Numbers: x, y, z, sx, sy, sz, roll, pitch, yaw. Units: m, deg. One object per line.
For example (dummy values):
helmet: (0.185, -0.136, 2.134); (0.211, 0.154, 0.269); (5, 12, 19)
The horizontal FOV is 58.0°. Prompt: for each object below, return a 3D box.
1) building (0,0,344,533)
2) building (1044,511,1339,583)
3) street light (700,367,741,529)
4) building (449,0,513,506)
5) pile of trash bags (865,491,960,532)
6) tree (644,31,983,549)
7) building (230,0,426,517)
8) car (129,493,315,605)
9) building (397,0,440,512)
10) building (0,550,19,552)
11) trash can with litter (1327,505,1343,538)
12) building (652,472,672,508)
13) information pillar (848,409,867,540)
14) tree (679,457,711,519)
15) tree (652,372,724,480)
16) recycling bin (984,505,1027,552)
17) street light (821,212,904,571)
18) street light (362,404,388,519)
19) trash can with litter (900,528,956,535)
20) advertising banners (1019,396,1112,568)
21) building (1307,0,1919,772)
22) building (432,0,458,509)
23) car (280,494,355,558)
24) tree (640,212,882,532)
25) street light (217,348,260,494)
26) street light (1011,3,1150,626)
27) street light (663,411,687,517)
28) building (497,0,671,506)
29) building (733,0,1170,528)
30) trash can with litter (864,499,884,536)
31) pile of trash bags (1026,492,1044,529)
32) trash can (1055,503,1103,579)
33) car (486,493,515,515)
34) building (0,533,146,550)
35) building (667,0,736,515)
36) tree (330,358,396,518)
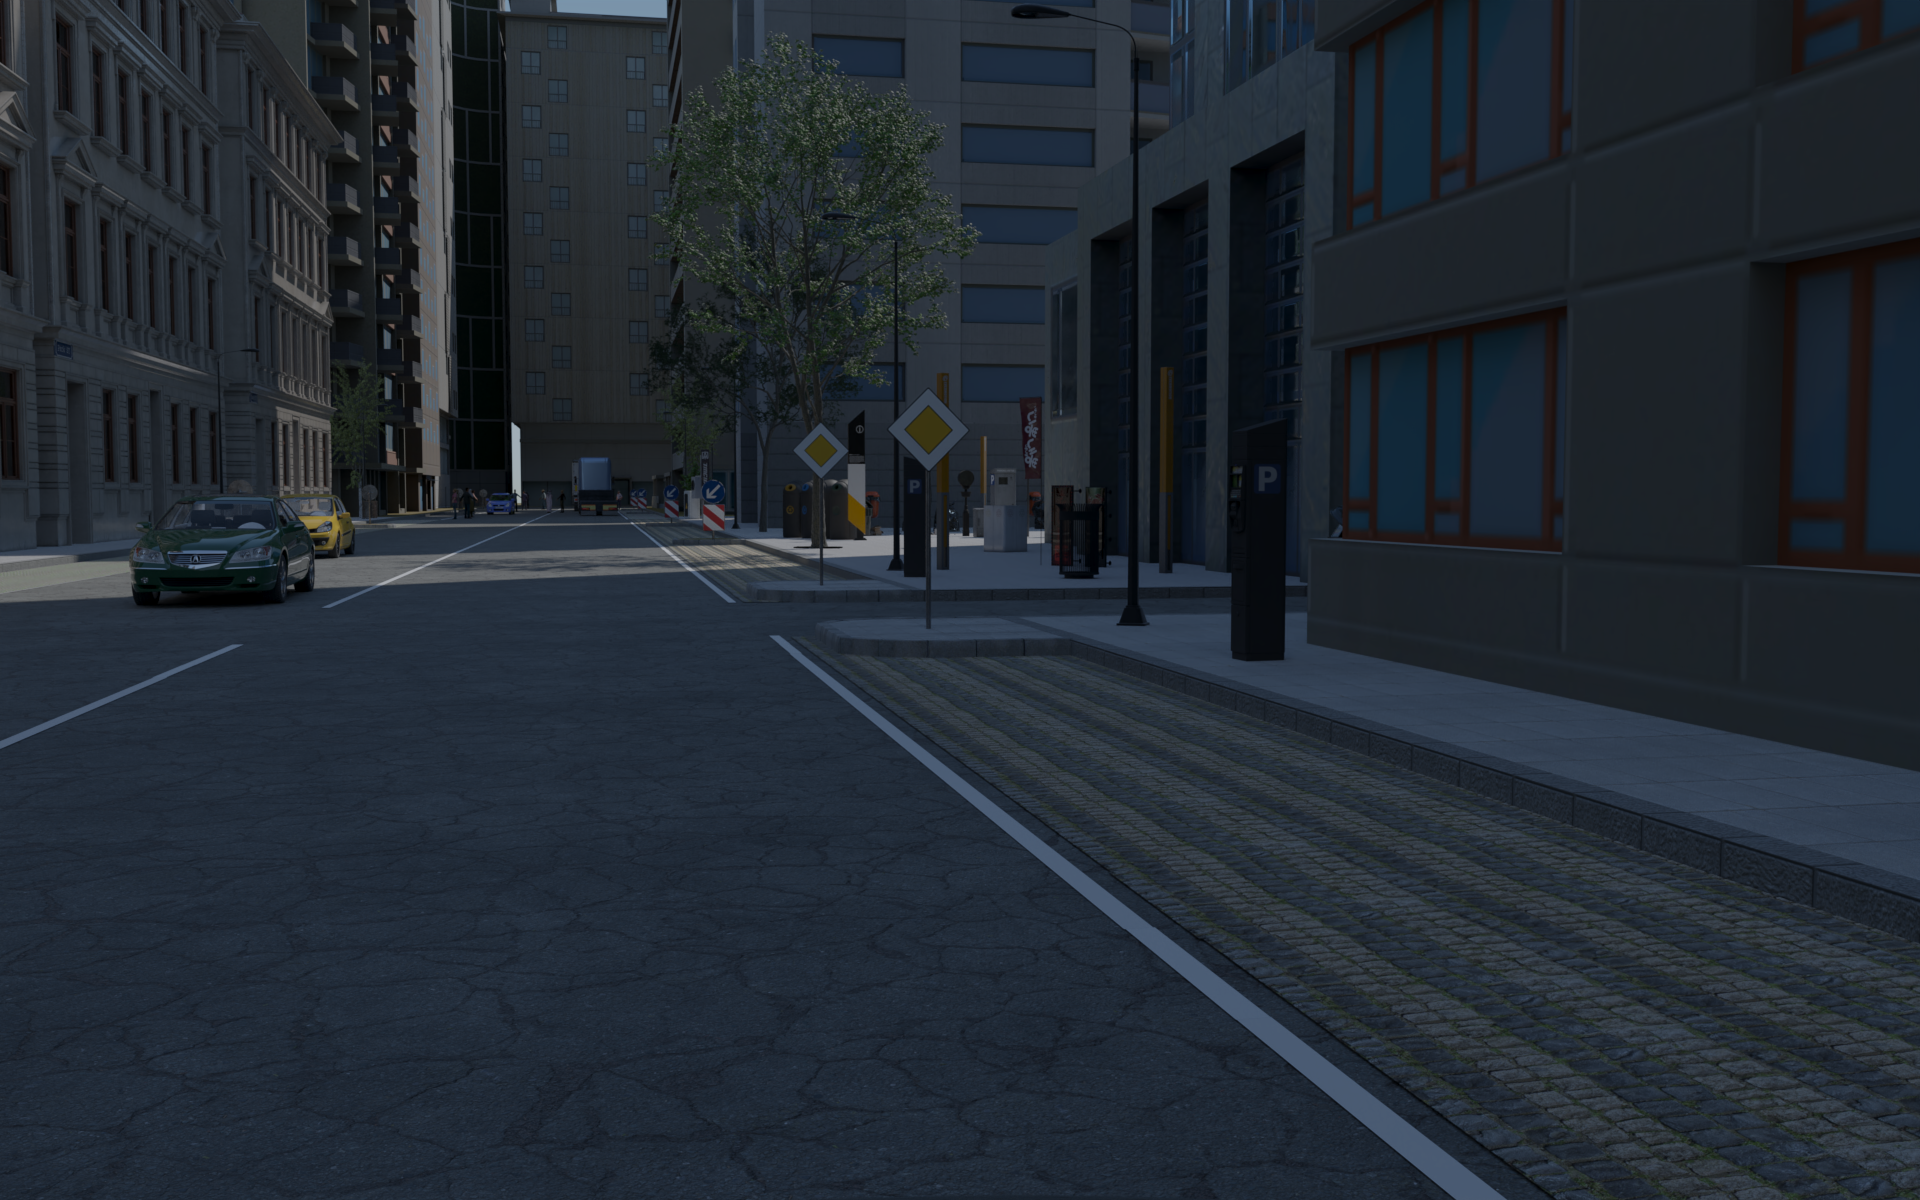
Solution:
building: (-32.846, -14.385, 71.356); (11.583, 22.565, 21.152); (-1, 4, -12)
building: (18.026, -44.220, 35.664); (31.000, 86.520, 22.319); (-1, 4, -12)
street light: (-8.786, -5.563, 63.499); (1.470, 5.913, 1.316); (-1, 4, -12)
building: (-58.863, -45.564, 183.222); (20.611, 71.187, 20.563); (-1, 4, -12)
pile of trash bags: (-1.663, -3.055, 59.704); (3.447, 1.369, 1.912); (0, 4, 6)
tree: (-3.504, -7.018, 40.499); (9.928, 11.665, 9.643); (0, 3, 0)
building: (-45.401, -27.633, 106.422); (22.147, 44.769, 28.867); (-1, 4, -12)
car: (-10.101, -0.744, 23.957); (2.131, 1.459, 4.920); (-1, 4, -13)
building: (-46.762, -29.266, 128.614); (14.600, 45.320, 14.200); (-1, 4, -12)
building: (-24.491, -11.818, 29.389); (11.583, 22.565, 21.152); (-1, 4, -12)
trash can with litter: (4.173, -0.366, 17.371); (0.624, 1.170, 1.055); (-2, 4, -27)
building: (-12.804, -28.870, 163.913); (32.217, 40.220, 23.993); (-1, 4, -12)
information pillar: (-2.846, -3.456, 47.858); (0.504, 3.616, 0.183); (-1, 4, -15)
tree: (-13.861, -5.863, 90.464); (1.663, 3.219, 1.824); (0, 3, 0)
tree: (-16.044, -9.321, 102.755); (4.737, 8.622, 4.395); (0, 3, 0)
recycling bin: (1.012, -1.586, 38.486); (0.722, 1.027, 0.722); (-3, 5, -40)
street light: (-1.594, -3.441, 28.810); (1.470, 5.913, 1.316); (-1, 4, -12)
street light: (-30.199, -7.148, 89.412); (1.470, 5.913, 1.316); (-1, 4, -12)
trash can with litter: (-1.145, -2.689, 55.017); (1.678, 1.210, 2.233); (-1, 4, -14)
advertising banners: (1.845, -2.115, 30.767); (2.074, 3.025, 0.090); (3, 5, 42)
building: (19.477, -9.657, 2.939); (27.650, 21.520, 28.899); (-1, 4, -12)
building: (-58.760, -34.401, 151.693); (27.495, 52.752, 28.713); (-1, 4, -12)
car: (-14.941, -1.798, 39.624); (2.015, 1.641, 3.980); (-1, 4, -12)
tree: (-6.689, -7.551, 57.873); (8.767, 10.594, 7.601); (0, 4, 1)
street light: (-23.013, -5.058, 55.234); (1.470, 5.913, 1.316); (-1, 4, -12)
street light: (1.165, -2.700, 16.690); (1.470, 5.913, 1.316); (-1, 4, -12)
street light: (-15.991, -7.647, 97.565); (1.470, 5.913, 1.316); (-1, 4, -12)
building: (-36.144, -36.904, 192.618); (27.495, 52.752, 28.713); (-1, 4, -12)
building: (0.220, -32.820, 78.600); (21.231, 58.520, 28.212); (-1, 4, -12)
trash can with litter: (-2.854, -2.554, 53.150); (0.624, 1.170, 1.055); (2, 4, 35)
pile of trash bags: (3.461, -3.320, 64.034); (1.912, 1.369, 3.447); (-2, 4, -29)
trash can: (1.813, -0.898, 26.343); (0.748, 1.137, 0.748); (0, 3, 0)
car: (-31.901, -6.773, 120.332); (1.945, 1.707, 3.694); (-1, 4, -10)
building: (-28.839, -13.082, 50.050); (11.583, 22.565, 21.152); (-1, 4, -12)
building: (-8.447, -30.161, 116.830); (21.300, 48.544, 21.600); (-1, 4, -12)
tree: (-32.357, -8.696, 92.535); (4.737, 8.622, 4.395); (0, 3, 0)
